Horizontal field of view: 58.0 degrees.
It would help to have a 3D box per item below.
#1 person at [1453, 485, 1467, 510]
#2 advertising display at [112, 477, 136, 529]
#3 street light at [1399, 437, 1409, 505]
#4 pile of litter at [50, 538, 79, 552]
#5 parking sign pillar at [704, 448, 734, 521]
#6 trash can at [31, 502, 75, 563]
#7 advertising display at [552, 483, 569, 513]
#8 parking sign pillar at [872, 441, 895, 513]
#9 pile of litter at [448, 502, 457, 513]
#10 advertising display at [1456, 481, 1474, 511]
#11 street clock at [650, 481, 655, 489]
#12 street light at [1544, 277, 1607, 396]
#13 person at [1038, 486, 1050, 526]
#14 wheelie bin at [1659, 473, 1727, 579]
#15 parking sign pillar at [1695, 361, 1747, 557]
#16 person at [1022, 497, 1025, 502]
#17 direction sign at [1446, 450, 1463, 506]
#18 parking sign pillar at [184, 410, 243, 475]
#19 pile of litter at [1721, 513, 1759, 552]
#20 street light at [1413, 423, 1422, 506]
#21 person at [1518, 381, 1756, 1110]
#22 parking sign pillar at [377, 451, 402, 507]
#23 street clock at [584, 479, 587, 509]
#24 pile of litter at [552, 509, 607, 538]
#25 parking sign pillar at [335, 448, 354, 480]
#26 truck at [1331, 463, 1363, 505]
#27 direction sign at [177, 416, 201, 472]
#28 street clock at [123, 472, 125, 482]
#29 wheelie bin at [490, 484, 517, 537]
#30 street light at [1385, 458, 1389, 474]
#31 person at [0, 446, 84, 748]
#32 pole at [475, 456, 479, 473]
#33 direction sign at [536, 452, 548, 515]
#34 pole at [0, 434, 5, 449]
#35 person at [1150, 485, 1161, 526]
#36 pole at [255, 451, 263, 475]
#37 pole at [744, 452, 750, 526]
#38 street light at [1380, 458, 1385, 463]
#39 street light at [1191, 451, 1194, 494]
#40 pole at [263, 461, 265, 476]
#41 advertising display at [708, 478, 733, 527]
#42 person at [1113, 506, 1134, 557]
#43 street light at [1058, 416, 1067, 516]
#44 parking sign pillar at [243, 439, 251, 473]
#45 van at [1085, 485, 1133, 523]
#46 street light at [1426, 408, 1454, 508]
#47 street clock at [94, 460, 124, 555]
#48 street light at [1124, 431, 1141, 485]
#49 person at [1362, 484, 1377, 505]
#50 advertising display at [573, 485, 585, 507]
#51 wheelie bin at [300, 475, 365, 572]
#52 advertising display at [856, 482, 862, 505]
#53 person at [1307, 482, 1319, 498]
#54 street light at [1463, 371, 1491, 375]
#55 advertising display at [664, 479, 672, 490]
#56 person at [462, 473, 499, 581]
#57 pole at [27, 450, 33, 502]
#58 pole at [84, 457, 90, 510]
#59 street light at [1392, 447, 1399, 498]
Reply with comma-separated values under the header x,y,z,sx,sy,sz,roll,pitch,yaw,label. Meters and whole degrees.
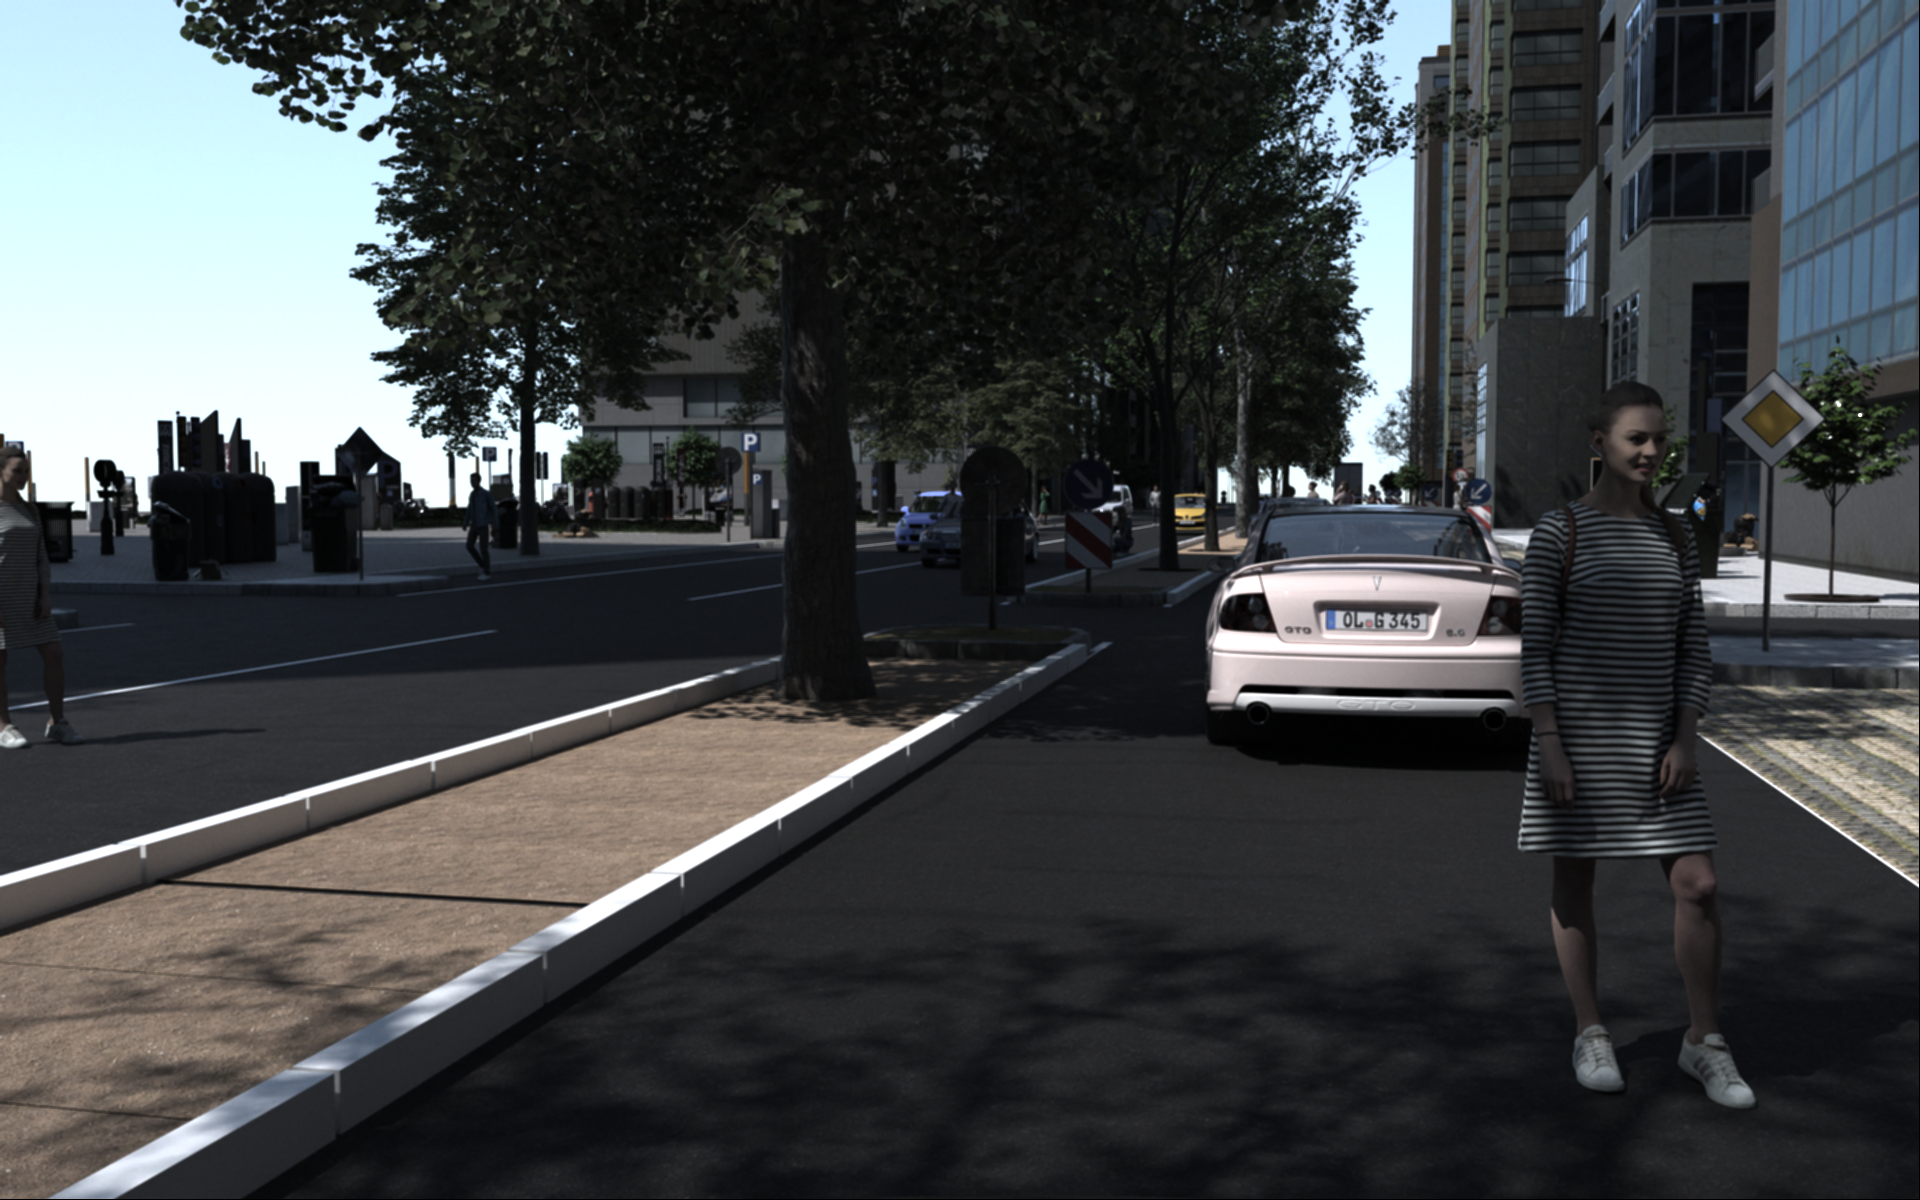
x,y,z,sx,sy,sz,roll,pitch,yaw,label
16.916,-3.030,58.616,0.524,1.755,0.480,0,4,2,person
-31.019,-3.613,64.279,0.974,1.923,0.123,1,4,19,advertising display
36.717,-10.297,140.897,1.470,5.913,1.316,1,4,13,street light
-20.441,-1.488,38.294,1.719,0.858,1.176,-1,4,-22,pile of litter
-11.593,-5.793,83.180,1.447,3.967,1.447,0,4,6,parking sign pillar
-16.993,-1.274,32.484,0.748,1.137,0.748,0,3,0,trash can
-23.937,-6.033,103.852,0.974,1.923,0.123,0,4,5,advertising display
-3.845,-6.029,87.048,1.447,3.967,1.447,3,5,40,parking sign pillar
-26.002,-4.527,87.976,1.176,0.858,1.719,-1,4,-12,pile of litter
24.066,-4.717,82.340,0.974,1.923,0.123,0,4,3,advertising display
-16.684,-5.485,94.242,0.358,2.002,0.471,-2,4,-25,street clock
13.194,-3.949,37.106,1.470,5.913,1.316,1,4,13,street light
3.758,-4.236,78.004,0.529,1.795,0.600,-1,4,-12,person
11.185,-1.129,26.361,0.693,1.594,0.980,0,4,-7,wheelie bin
15.518,-2.893,35.778,1.447,3.967,1.447,2,4,31,parking sign pillar
2.727,-4.252,78.566,0.519,1.759,0.362,-1,4,-14,person
25.432,-5.940,89.108,0.876,3.537,0.379,-1,4,-8,direction sign
-24.369,-4.124,55.902,1.447,3.967,1.447,1,4,18,parking sign pillar
17.557,-1.526,38.913,1.176,0.858,1.719,-2,4,-29,pile of litter
30.295,-8.586,112.924,1.470,5.913,1.316,1,4,13,street light
1.603,0.323,4.215,0.512,1.701,0.522,0,4,-5,person
-32.725,-6.779,99.315,1.447,3.967,1.447,-1,4,-20,parking sign pillar
-17.406,-4.598,79.745,0.358,2.002,0.471,2,4,33,street clock
-11.240,-2.268,51.046,1.719,0.858,1.176,3,4,37,pile of litter
-35.839,-6.876,100.897,1.447,3.967,1.447,1,4,12,parking sign pillar
35.692,-10.435,159.531,2.839,4.237,11.283,1,4,12,truck
-22.485,-3.583,50.573,0.379,3.537,0.876,1,4,19,direction sign
-25.586,-2.942,52.674,0.358,2.002,0.471,0,4,-5,street clock
-13.706,-2.685,51.807,0.980,1.594,0.693,0,4,-3,wheelie bin
48.419,-13.486,193.032,1.470,5.913,1.316,1,4,13,street light
-5.372,-0.020,9.828,0.522,1.701,0.512,1,4,23,person
-25.901,-6.066,93.016,0.158,3.312,0.155,0,3,0,pole
-22.412,-6.173,92.922,0.379,3.537,0.876,2,4,32,direction sign
-32.253,-3.948,58.392,0.158,3.312,0.155,0,3,0,pole
8.805,-4.222,77.379,0.661,1.843,0.795,2,4,25,person
-33.448,-5.420,82.459,0.158,3.312,0.155,0,3,0,pole
-8.612,-4.654,69.941,0.158,3.312,0.155,0,3,0,pole
54.785,-15.235,221.628,1.470,5.913,1.316,1,4,13,street light
24.946,-12.851,182.650,1.470,5.913,1.316,1,4,13,street light
-42.968,-6.919,106.966,0.158,3.312,0.155,0,3,0,pole
-9.474,-3.866,68.421,0.974,1.923,0.123,0,4,-1,advertising display
3.660,-1.566,39.610,0.738,1.151,1.012,-1,4,-19,person
6.387,-7.834,100.627,1.470,5.913,1.316,1,4,13,street light
-25.684,-4.483,61.765,1.447,3.967,1.447,-3,4,-36,parking sign pillar
6.592,-4.248,76.466,2.013,2.044,4.112,1,4,13,van
26.076,-7.412,93.719,1.470,5.913,1.316,1,4,13,street light
-18.010,-1.955,36.533,0.471,2.002,0.358,2,4,31,street clock
12.756,-9.546,128.611,1.470,5.913,1.316,1,4,13,street light
14.573,-3.232,61.697,0.532,1.782,0.716,1,4,11,person
-20.558,-5.398,93.470,0.123,1.923,0.974,1,4,22,advertising display
-10.292,-1.262,28.546,0.980,1.594,0.693,0,4,2,wheelie bin
-5.281,-5.100,88.600,0.123,1.923,0.974,1,4,20,advertising display
9.850,-2.445,48.813,0.374,1.781,0.599,-2,4,-31,person
19.691,-5.680,65.408,1.470,5.913,1.316,1,4,13,street light
-12.901,-4.363,76.546,0.123,1.923,0.974,0,4,5,advertising display
-7.958,-1.221,28.804,0.601,1.785,0.444,2,4,35,person
-43.277,-5.306,80.599,0.158,3.312,0.155,0,3,0,pole
-48.099,-6.216,95.477,0.158,3.312,0.155,0,3,0,pole
43.081,-12.028,169.203,1.470,5.913,1.316,1,4,13,street light
